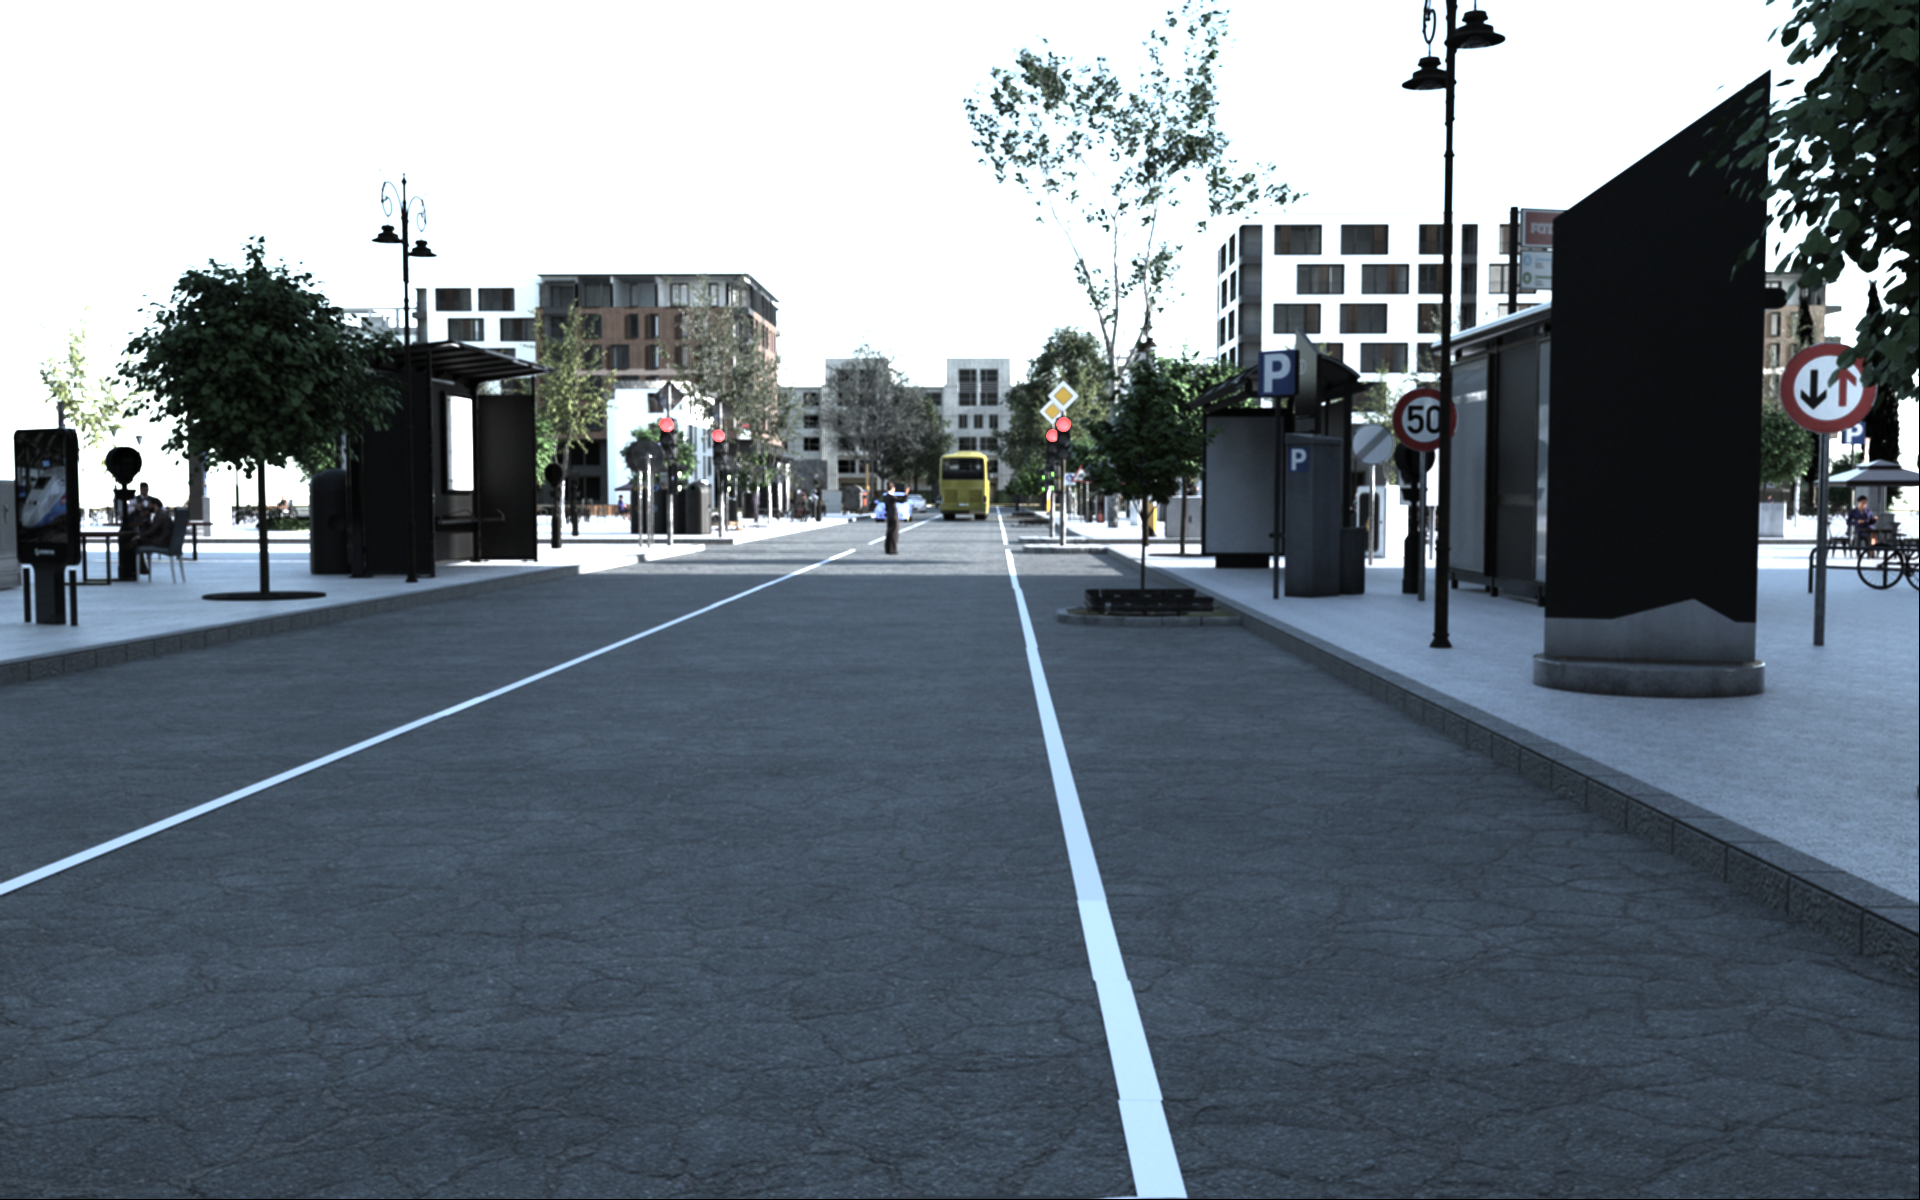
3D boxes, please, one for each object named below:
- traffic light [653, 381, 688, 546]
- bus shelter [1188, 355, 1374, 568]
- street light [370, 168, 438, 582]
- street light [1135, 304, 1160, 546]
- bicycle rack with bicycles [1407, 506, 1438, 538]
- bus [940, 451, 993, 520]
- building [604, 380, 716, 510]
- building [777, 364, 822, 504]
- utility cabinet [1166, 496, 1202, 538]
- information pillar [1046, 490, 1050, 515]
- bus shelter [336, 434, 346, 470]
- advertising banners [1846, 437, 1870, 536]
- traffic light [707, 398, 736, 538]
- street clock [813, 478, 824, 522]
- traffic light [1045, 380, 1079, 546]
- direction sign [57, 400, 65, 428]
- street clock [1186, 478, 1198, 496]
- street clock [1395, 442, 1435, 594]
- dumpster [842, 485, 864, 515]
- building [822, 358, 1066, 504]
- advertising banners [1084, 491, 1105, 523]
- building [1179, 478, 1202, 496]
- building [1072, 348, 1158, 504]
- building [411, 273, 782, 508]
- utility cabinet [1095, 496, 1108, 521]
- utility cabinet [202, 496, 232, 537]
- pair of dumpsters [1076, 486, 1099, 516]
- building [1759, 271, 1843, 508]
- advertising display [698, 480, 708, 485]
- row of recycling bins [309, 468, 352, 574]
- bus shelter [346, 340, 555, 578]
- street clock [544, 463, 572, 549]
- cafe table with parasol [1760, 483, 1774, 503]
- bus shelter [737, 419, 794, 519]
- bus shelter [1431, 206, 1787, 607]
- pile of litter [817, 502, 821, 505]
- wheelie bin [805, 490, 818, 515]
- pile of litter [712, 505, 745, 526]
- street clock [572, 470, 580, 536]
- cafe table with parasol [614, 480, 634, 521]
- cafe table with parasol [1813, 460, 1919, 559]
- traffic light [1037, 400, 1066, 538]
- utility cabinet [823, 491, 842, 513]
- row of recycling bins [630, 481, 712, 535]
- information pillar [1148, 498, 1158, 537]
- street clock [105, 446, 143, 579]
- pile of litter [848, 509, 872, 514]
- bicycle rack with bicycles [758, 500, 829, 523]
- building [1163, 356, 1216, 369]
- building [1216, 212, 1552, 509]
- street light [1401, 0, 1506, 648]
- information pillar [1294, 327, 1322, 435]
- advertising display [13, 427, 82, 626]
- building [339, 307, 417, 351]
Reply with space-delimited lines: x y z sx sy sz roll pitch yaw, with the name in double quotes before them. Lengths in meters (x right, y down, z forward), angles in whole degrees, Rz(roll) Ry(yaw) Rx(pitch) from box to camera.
"traffic light" -7.177 -3.301 42.885 0.839 4.253 0.868 0 4 1
"bus shelter" 4.928 -2.053 27.486 2.014 3.302 5.546 0 4 1
"street light" -7.980 -3.195 25.034 0.468 5.910 1.993 0 4 1
"street light" 4.566 -4.252 42.305 0.468 5.910 1.993 0 4 1
"bicycle rack with bicycles" 13.962 -2.278 50.626 2.925 0.926 2.852 -1 4 -12
"bus" 0.357 -6.553 98.689 2.896 3.916 12.252 0 4 2
"building" -24.550 -12.226 142.047 9.099 9.664 28.070 0 4 1
"building" -33.257 -22.426 233.127 31.486 18.905 16.747 0 4 1
"utility cabinet" 6.493 -2.391 50.259 1.020 1.237 0.306 1 4 9
"information pillar" 5.422 -6.993 105.685 0.183 3.616 0.504 2 4 30
"bus shelter" -11.101 -2.546 35.553 2.014 3.302 5.546 0 4 1
"advertising banners" 27.562 -3.482 53.114 0.090 3.025 2.074 3 5 43
"traffic light" -7.019 -3.789 50.869 0.839 4.253 0.868 0 4 1
"street clock" -6.547 -4.631 80.291 0.471 2.002 0.358 3 4 38
"traffic light" 2.522 -3.290 42.710 0.839 4.253 0.868 0 4 1
"direction sign" -21.865 -3.071 42.200 0.379 3.537 0.876 -2 4 -35
"street clock" 7.517 -3.171 56.412 0.471 2.002 0.358 -3 5 -40
"street clock" 5.846 -1.085 22.305 0.471 2.002 0.358 -1 4 -22
"dumpster" -6.652 -6.209 107.276 1.264 1.857 1.865 0 4 1
"building" -1.674 -22.404 232.763 31.486 18.905 16.747 0 4 1
"advertising banners" 6.276 -4.971 77.470 0.090 3.025 2.074 -3 4 -39
"building" 25.378 -14.140 173.342 9.099 9.664 28.070 0 4 1
"building" 19.991 -22.909 230.976 11.380 20.091 16.016 0 4 1
"building" -35.507 -20.223 174.613 32.646 21.610 27.936 0 4 1
"utility cabinet" 6.865 -4.375 82.699 0.306 1.237 1.020 -2 4 -31
"utility cabinet" -22.319 -2.501 52.051 0.306 1.237 1.020 1 4 10
"pair of dumpsters" 7.654 -6.113 102.435 1.574 2.255 4.437 0 4 1
"building" 64.752 -20.130 173.103 32.646 21.610 27.936 0 4 1
"advertising display" -11.443 -4.403 77.210 0.123 1.923 0.974 1 4 11
"row of recycling bins" -9.999 -1.359 29.333 1.069 1.692 3.534 0 4 1
"bus shelter" -8.521 -2.340 29.542 1.731 3.624 6.357 0 4 1
"street clock" -9.495 -2.210 40.703 0.471 2.002 0.358 1 4 13
"cafe table with parasol" 46.131 -5.750 98.881 2.610 1.966 2.610 0 4 4
"bus shelter" -10.618 -7.126 94.150 2.179 5.291 8.768 0 4 1
"bus shelter" 7.442 -2.710 21.933 2.179 5.291 8.768 0 4 1
"pile of litter" -10.025 -6.766 124.584 1.719 0.858 1.176 -1 4 -19
"wheelie bin" -9.199 -6.018 106.301 0.980 1.594 0.693 -2 4 -31
"pile of litter" -9.426 -3.441 70.232 1.719 0.858 1.176 -1 4 -22
"street clock" -11.700 -2.939 52.619 0.358 2.002 0.471 0 4 -8
"cafe table with parasol" -15.564 -4.771 82.875 2.610 1.966 2.610 3 5 45
"cafe table with parasol" 18.336 -1.817 34.568 2.610 1.966 2.610 -2 4 -26
"traffic light" 2.680 -3.778 50.693 0.839 4.253 0.868 0 4 1
"utility cabinet" -8.442 -6.486 114.724 1.173 1.500 0.318 0 4 3
"row of recycling bins" -9.312 -2.978 55.805 3.534 1.692 1.069 3 5 39
"information pillar" 5.687 -3.708 51.977 0.504 3.616 0.183 3 5 41
"street clock" -12.683 -1.330 26.314 0.358 2.002 0.471 3 5 39
"pile of litter" -6.536 -6.093 113.591 1.719 0.858 1.176 -1 4 -12
"bicycle rack with bicycles" -7.683 -3.935 77.727 2.852 0.926 2.925 2 4 26
"building" 32.650 -22.915 231.075 11.380 20.091 16.016 0 4 1
"building" 34.610 -18.221 141.890 27.936 21.610 32.646 0 4 1
"street light" 4.029 -2.541 14.332 0.468 5.910 1.993 0 4 1
"information pillar" 4.846 -2.010 24.217 0.183 3.616 0.504 -2 4 -28
"advertising display" -8.990 -0.725 17.069 0.974 1.923 0.123 2 4 34
"building" -58.117 -19.881 181.479 11.380 20.091 16.016 0 4 1
